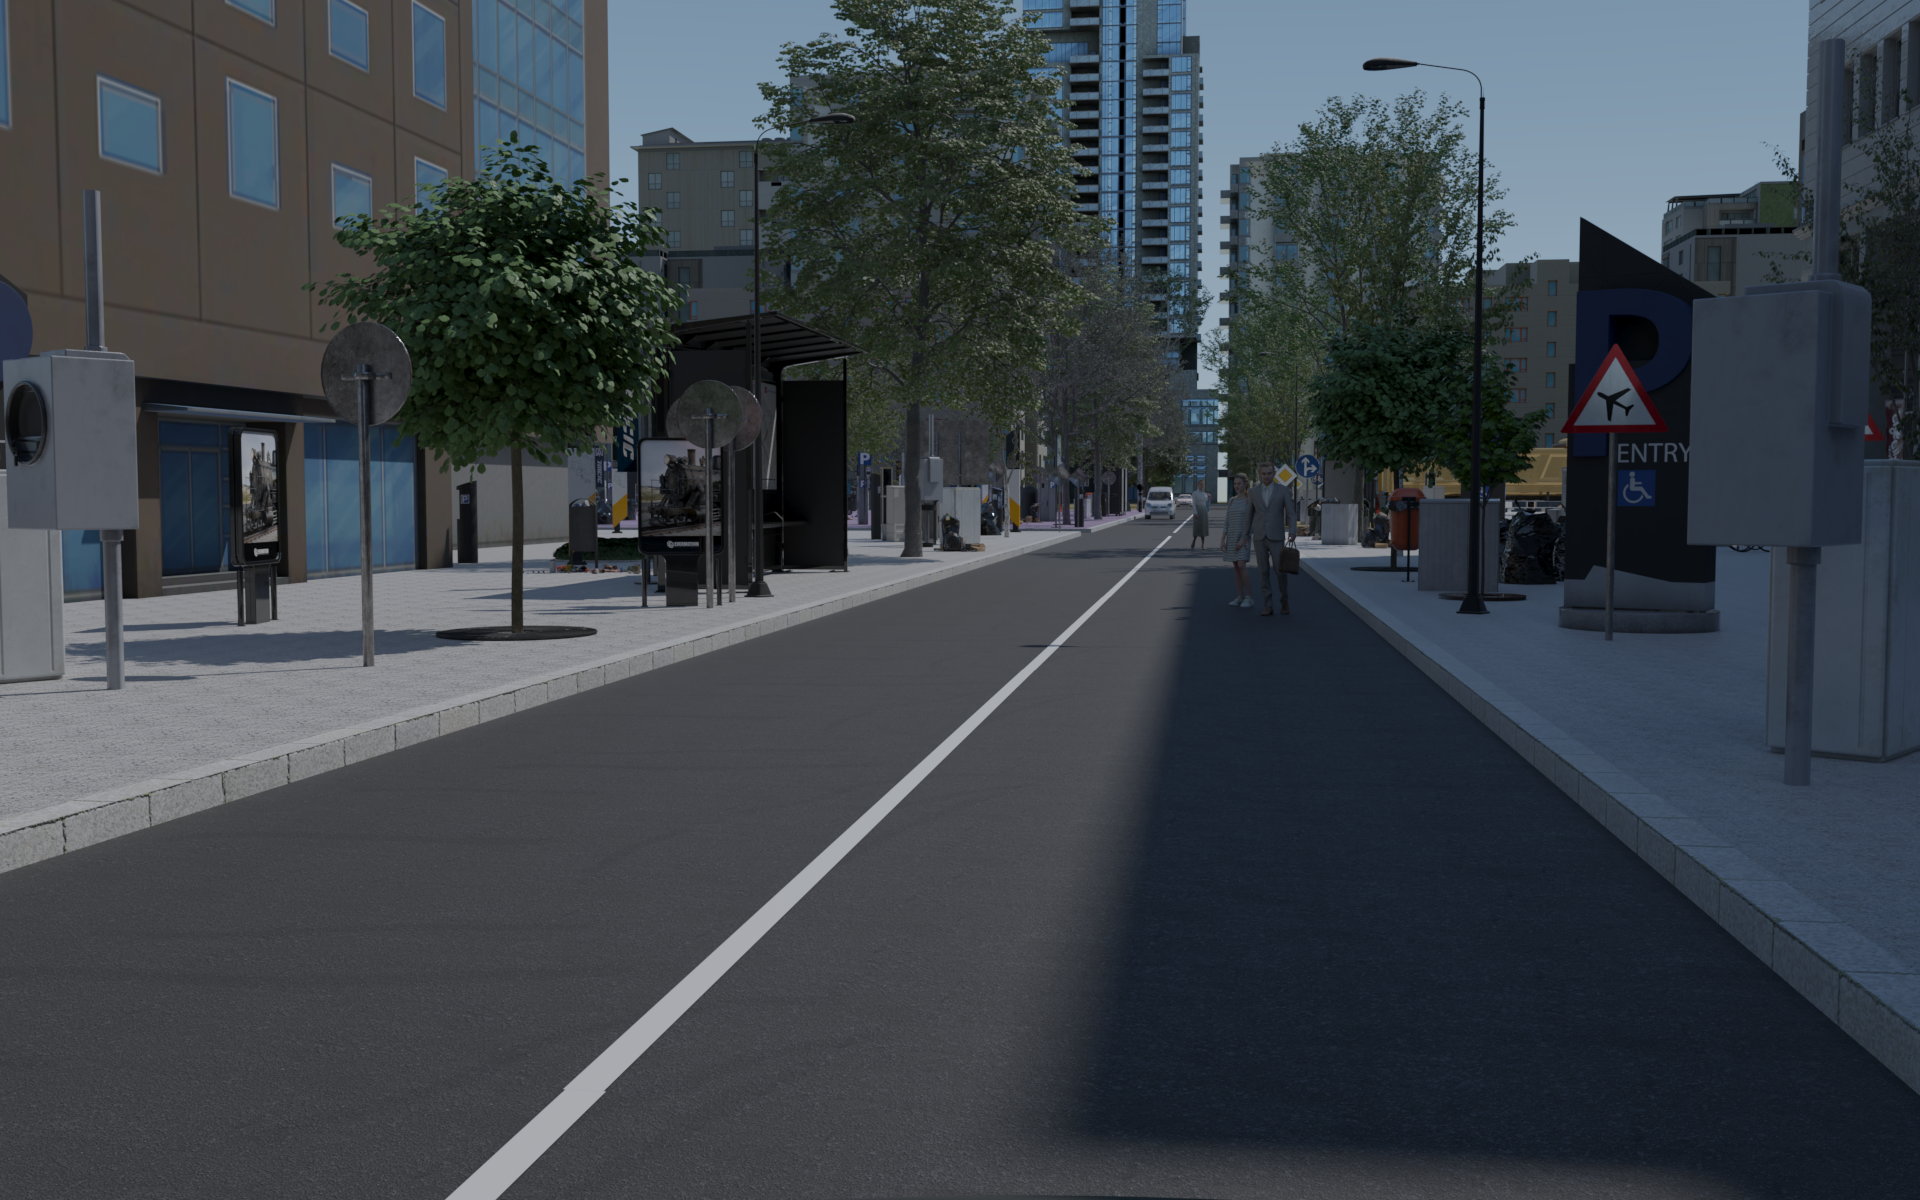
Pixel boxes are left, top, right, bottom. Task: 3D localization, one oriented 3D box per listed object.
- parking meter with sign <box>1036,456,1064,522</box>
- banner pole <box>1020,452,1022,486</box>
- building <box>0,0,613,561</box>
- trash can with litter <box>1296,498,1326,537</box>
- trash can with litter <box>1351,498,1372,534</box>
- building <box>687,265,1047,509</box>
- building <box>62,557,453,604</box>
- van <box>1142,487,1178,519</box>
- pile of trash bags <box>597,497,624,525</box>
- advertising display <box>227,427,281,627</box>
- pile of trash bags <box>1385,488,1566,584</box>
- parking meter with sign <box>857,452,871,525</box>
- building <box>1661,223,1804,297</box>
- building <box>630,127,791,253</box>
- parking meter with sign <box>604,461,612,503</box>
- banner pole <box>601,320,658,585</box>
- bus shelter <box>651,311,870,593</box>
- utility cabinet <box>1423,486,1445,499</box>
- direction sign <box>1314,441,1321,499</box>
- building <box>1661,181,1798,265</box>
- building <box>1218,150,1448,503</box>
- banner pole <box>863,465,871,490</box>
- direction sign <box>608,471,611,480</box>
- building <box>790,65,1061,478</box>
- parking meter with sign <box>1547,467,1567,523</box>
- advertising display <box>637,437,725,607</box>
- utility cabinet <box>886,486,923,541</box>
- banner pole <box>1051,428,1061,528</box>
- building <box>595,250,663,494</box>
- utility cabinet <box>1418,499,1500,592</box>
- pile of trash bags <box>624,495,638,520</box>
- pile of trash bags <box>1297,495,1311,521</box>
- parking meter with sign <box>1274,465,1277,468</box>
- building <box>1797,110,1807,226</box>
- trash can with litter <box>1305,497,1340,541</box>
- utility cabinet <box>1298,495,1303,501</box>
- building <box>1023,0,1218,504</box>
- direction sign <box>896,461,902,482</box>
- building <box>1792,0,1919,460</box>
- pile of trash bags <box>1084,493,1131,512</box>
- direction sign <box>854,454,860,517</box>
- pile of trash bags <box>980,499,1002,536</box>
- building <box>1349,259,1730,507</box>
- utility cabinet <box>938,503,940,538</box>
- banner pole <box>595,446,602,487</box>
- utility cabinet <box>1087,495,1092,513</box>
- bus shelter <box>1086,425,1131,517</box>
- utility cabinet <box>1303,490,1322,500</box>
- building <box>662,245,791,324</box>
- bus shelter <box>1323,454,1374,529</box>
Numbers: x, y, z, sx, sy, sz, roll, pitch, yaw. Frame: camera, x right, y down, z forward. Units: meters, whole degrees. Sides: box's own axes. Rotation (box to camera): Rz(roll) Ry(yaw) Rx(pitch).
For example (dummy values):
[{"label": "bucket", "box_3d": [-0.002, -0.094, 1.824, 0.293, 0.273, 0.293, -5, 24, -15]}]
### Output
[{"label": "parking meter with sign", "box_3d": [4.085, -5.136, 80.240, 0.543, 3.016, 1.738, -2, 4, -34]}, {"label": "banner pole", "box_3d": [3.509, -6.926, 103.258, 0.401, 3.779, 0.863, -2, 4, -29]}, {"label": "building", "box_3d": [-17.766, -23.945, 41.606, 14.200, 45.320, 14.600, 1, 4, 8]}, {"label": "trash can with litter", "box_3d": [10.577, -2.508, 52.387, 0.624, 1.170, 1.055, -3, 5, -44]}, {"label": "trash can with litter", "box_3d": [11.795, -2.426, 51.047, 0.624, 1.170, 1.055, 2, 4, 23]}, {"label": "building", "box_3d": [-7.196, -19.158, 158.264, 27.650, 21.520, 28.899, 1, 4, 8]}, {"label": "building", "box_3d": [-16.323, -22.822, 23.250, 14.600, 45.320, 14.200, 1, 4, 8]}, {"label": "van", "box_3d": [11.461, -5.633, 99.103, 2.013, 2.044, 4.112, 1, 4, 9]}, {"label": "pile of trash bags", "box_3d": [-16.010, -3.795, 71.807, 1.912, 1.369, 3.447, 3, 4, 36]}, {"label": "advertising display", "box_3d": [-6.979, -0.731, 17.163, 0.123, 1.923, 0.974, 0, 4, -1]}, {"label": "pile of trash bags", "box_3d": [7.980, -0.953, 25.328, 3.447, 1.369, 1.912, 0, 4, 8]}, {"label": "parking meter with sign", "box_3d": [-4.054, -4.664, 72.512, 0.543, 3.016, 1.738, 0, 4, -8]}, {"label": "building", "box_3d": [85.137, -25.512, 188.825, 14.107, 30.474, 14.160, 1, 4, 8]}, {"label": "building", "box_3d": [-30.470, -40.771, 255.840, 27.495, 52.752, 28.713, 1, 4, 8]}, {"label": "parking meter with sign", "box_3d": [-18.231, -5.732, 89.975, 0.543, 3.016, 1.738, -1, 4, -17]}, {"label": "banner pole", "box_3d": [-4.566, -2.103, 24.401, 0.401, 3.779, 0.863, 2, 4, 30]}, {"label": "bus shelter", "box_3d": [-2.766, -2.089, 25.436, 1.731, 3.624, 6.357, 1, 4, 8]}, {"label": "utility cabinet", "box_3d": [12.737, -2.317, 46.566, 0.318, 1.500, 1.173, 0, 4, 1]}, {"label": "direction sign", "box_3d": [15.199, -4.998, 73.722, 0.379, 3.537, 0.876, 2, 4, 29]}, {"label": "building", "box_3d": [101.381, -33.367, 229.142, 14.086, 41.232, 14.154, 1, 4, 8]}, {"label": "building", "box_3d": [51.510, -38.034, 241.458, 30.456, 49.044, 23.786, 1, 4, 8]}, {"label": "banner pole", "box_3d": [-7.149, -8.693, 132.151, 0.863, 3.779, 0.401, -1, 4, -18]}, {"label": "direction sign", "box_3d": [-25.635, -8.245, 126.804, 0.379, 3.537, 0.876, -1, 4, -23]}, {"label": "building", "box_3d": [-4.193, -35.276, 196.370, 30.456, 49.044, 23.786, 1, 4, 8]}, {"label": "parking meter with sign", "box_3d": [17.478, -3.234, 49.139, 0.543, 3.016, 1.738, -2, 4, -32]}, {"label": "advertising display", "box_3d": [-3.187, -0.891, 19.788, 0.974, 1.923, 0.123, -1, 4, -13]}, {"label": "utility cabinet", "box_3d": [-1.451, -2.318, 46.585, 0.318, 1.500, 1.173, 3, 5, 43]}, {"label": "banner pole", "box_3d": [3.697, -4.609, 65.380, 0.401, 3.779, 0.863, -1, 4, -13]}, {"label": "building", "box_3d": [-40.070, -26.596, 206.546, 14.107, 30.474, 14.160, 1, 4, 8]}, {"label": "utility cabinet", "box_3d": [6.598, -0.718, 22.908, 1.020, 1.237, 0.306, 1, 4, 18]}, {"label": "pile of trash bags", "box_3d": [-16.376, -4.569, 84.450, 3.447, 1.369, 1.912, 2, 4, 35]}, {"label": "pile of trash bags", "box_3d": [15.845, -4.404, 81.752, 3.447, 1.369, 1.912, -3, 5, -39]}, {"label": "parking meter with sign", "box_3d": [18.827, -6.577, 103.795, 0.543, 3.016, 1.738, 0, 4, 4]}, {"label": "building", "box_3d": [98.987, -32.721, 185.099, 14.200, 45.320, 14.600, 1, 4, 8]}, {"label": "trash can with litter", "box_3d": [10.719, -2.273, 48.221, 2.233, 1.210, 1.678, 1, 4, 9]}, {"label": "utility cabinet", "box_3d": [26.589, -7.681, 136.751, 1.020, 1.237, 0.306, 0, 4, -8]}, {"label": "building", "box_3d": [21.028, -56.976, 244.221, 31.000, 86.520, 22.319, 1, 4, 8]}, {"label": "direction sign", "box_3d": [-3.917, -7.725, 118.302, 0.876, 3.537, 0.379, 0, 4, -7]}, {"label": "building", "box_3d": [24.375, -15.311, 27.821, 11.434, 29.767, 29.804, 1, 4, 8]}, {"label": "pile of trash bags", "box_3d": [10.687, -7.150, 126.653, 3.447, 1.369, 1.912, -1, 4, -22]}, {"label": "direction sign", "box_3d": [-5.709, -6.385, 96.399, 0.379, 3.537, 0.876, -1, 4, -22]}, {"label": "pile of trash bags", "box_3d": [0.041, -2.749, 54.690, 1.912, 1.369, 3.447, -1, 4, -15]}, {"label": "building", "box_3d": [50.768, -19.073, 156.890, 27.650, 21.520, 28.899, 1, 4, 8]}, {"label": "utility cabinet", "box_3d": [-0.766, -2.402, 50.429, 1.020, 1.237, 0.306, 1, 4, 17]}, {"label": "banner pole", "box_3d": [-16.175, -5.407, 78.429, 0.863, 3.779, 0.401, 1, 4, 18]}, {"label": "utility cabinet", "box_3d": [9.262, -6.684, 120.450, 0.306, 1.237, 1.020, -2, 4, -31]}, {"label": "bus shelter", "box_3d": [8.661, -7.550, 101.067, 2.179, 5.291, 8.768, 1, 4, 8]}, {"label": "utility cabinet", "box_3d": [17.636, -4.770, 86.675, 0.318, 1.500, 1.173, -2, 4, -25]}, {"label": "building", "box_3d": [-25.896, -26.541, 205.650, 14.107, 30.474, 14.160, 1, 4, 8]}, {"label": "bus shelter", "box_3d": [14.901, -4.440, 66.523, 2.014, 3.302, 5.546, 1, 4, 8]}]
